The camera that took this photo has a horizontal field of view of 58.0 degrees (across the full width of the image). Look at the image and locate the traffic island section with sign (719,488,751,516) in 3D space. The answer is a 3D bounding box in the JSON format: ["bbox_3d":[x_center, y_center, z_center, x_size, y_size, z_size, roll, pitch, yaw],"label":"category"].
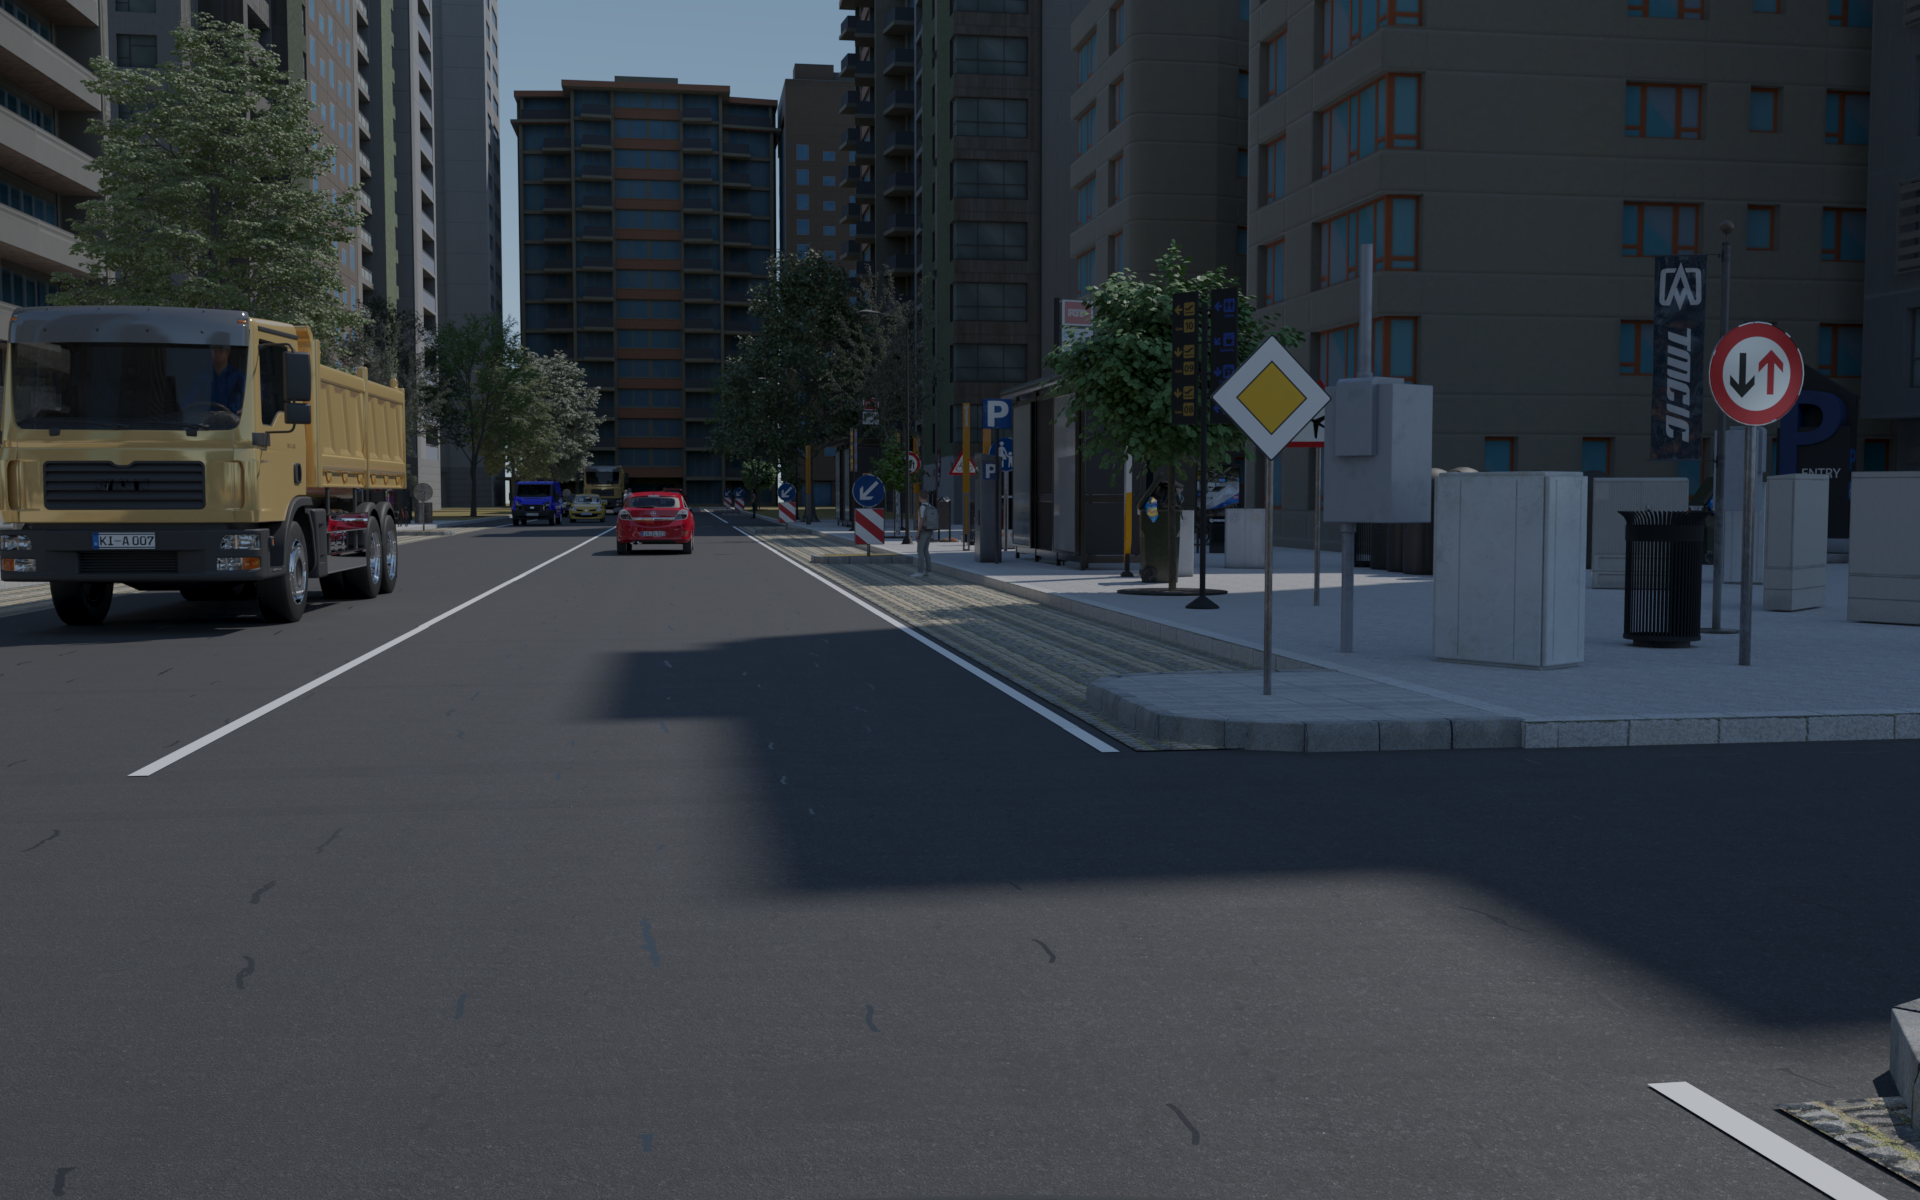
[{"bbox_3d":[-14.432,-6.336,112.224,1.989,1.847,2.006,-1,4,-9],"label":"traffic island section with sign"}]

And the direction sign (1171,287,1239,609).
[{"bbox_3d":[2.719,-1.672,19.329,0.876,3.537,0.379,3,5,44],"label":"direction sign"}]

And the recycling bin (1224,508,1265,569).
[{"bbox_3d":[5.010,-1.069,30.034,0.722,1.027,0.722,1,4,20],"label":"recycling bin"}]

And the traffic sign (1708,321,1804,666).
[{"bbox_3d":[5.878,-0.782,12.898,0.768,2.556,0.104,-1,4,-9],"label":"traffic sign"}]

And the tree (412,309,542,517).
[{"bbox_3d":[-27.311,-10.490,97.259,9.928,11.665,9.643,0,3,0],"label":"tree"}]

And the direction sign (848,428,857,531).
[{"bbox_3d":[-3.680,-4.147,59.802,0.379,3.537,0.876,1,4,12],"label":"direction sign"}]

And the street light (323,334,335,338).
[{"bbox_3d":[-18.795,-4.750,50.201,1.470,5.913,1.316,-1,4,-9],"label":"street light"}]

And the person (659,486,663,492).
[{"bbox_3d":[-15.975,-5.174,92.721,1.348,1.869,0.705,-1,4,-11],"label":"person"}]

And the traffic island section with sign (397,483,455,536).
[{"bbox_3d":[-18.584,-3.141,59.991,1.989,1.847,2.006,-1,4,-9],"label":"traffic island section with sign"}]

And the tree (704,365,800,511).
[{"bbox_3d":[-15.512,-12.564,131.178,9.928,11.665,9.643,0,3,0],"label":"tree"}]

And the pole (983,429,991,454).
[{"bbox_3d":[0.617,-2.809,39.776,0.158,3.312,0.155,0,3,0],"label":"pole"}]

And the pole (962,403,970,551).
[{"bbox_3d":[0.140,-2.762,38.998,0.158,3.312,0.155,0,3,0],"label":"pole"}]

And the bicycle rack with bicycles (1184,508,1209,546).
[{"bbox_3d":[5.824,-1.839,43.446,2.925,0.926,2.852,1,4,19],"label":"bicycle rack with bicycles"}]

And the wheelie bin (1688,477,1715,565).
[{"bbox_3d":[13.751,-1.452,31.641,0.693,1.594,0.980,0,4,-1],"label":"wheelie bin"}]

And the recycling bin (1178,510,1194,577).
[{"bbox_3d":[3.245,-0.892,27.145,0.722,1.027,0.722,0,4,-3],"label":"recycling bin"}]

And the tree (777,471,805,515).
[{"bbox_3d":[-10.484,-6.982,108.765,1.663,3.219,1.824,0,3,0],"label":"tree"}]

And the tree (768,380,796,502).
[{"bbox_3d":[-10.456,-9.345,103.157,4.360,8.622,3.978,0,3,0],"label":"tree"}]

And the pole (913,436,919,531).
[{"bbox_3d":[-1.523,-4.067,60.338,0.158,3.312,0.155,0,3,0],"label":"pole"}]

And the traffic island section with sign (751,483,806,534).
[{"bbox_3d":[-6.455,-3.328,63.034,1.989,1.847,2.006,-1,4,-9],"label":"traffic island section with sign"}]

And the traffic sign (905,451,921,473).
[{"bbox_3d":[-1.550,-3.152,51.638,0.768,2.556,0.104,0,4,-1],"label":"traffic sign"}]

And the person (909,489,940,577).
[{"bbox_3d":[-0.626,-1.149,29.881,0.523,1.515,0.503,0,4,-7],"label":"person"}]

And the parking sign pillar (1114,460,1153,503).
[{"bbox_3d":[5.106,-3.824,50.987,1.447,3.967,1.447,-3,4,-36],"label":"parking sign pillar"}]

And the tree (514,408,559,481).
[{"bbox_3d":[-35.464,-11.797,143.245,4.360,8.622,3.978,0,3,0],"label":"tree"}]

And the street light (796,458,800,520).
[{"bbox_3d":[-8.588,-6.902,85.384,1.470,5.913,1.316,-1,4,-9],"label":"street light"}]

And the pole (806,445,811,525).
[{"bbox_3d":[-6.353,-4.813,72.540,0.158,3.312,0.155,0,3,0],"label":"pole"}]

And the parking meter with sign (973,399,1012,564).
[{"bbox_3d":[0.555,-2.222,32.597,0.543,3.016,1.738,-1,4,-9],"label":"parking meter with sign"}]

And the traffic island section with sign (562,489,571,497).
[{"bbox_3d":[-31.150,-7.878,137.430,1.989,1.847,2.006,-1,4,-9],"label":"traffic island section with sign"}]

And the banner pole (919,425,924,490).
[{"bbox_3d":[-1.457,-4.459,62.917,0.401,3.779,0.863,-2,4,-27],"label":"banner pole"}]

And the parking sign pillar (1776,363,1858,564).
[{"bbox_3d":[16.070,-2.694,32.514,1.447,3.967,1.447,-3,5,-45],"label":"parking sign pillar"}]

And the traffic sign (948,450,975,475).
[{"bbox_3d":[0.118,-2.951,48.257,0.884,2.594,0.081,0,4,-4],"label":"traffic sign"}]

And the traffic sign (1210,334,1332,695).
[{"bbox_3d":[1.960,-0.450,10.999,0.795,2.450,0.064,-1,4,-9],"label":"traffic sign"}]

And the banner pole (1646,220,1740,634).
[{"bbox_3d":[6.778,-1.587,15.965,0.863,3.779,0.401,0,4,7],"label":"banner pole"}]

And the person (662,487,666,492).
[{"bbox_3d":[-15.638,-5.083,91.585,0.705,1.826,1.348,1,4,9],"label":"person"}]

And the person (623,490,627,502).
[{"bbox_3d":[-26.931,-8.002,140.065,0.721,1.736,1.217,0,4,8],"label":"person"}]

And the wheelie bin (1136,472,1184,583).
[{"bbox_3d":[2.923,-1.060,25.244,0.693,1.594,0.980,0,4,4],"label":"wheelie bin"}]

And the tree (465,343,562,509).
[{"bbox_3d":[-33.949,-12.946,129.790,7.486,12.596,7.792,0,3,0],"label":"tree"}]

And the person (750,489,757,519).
[{"bbox_3d":[-12.171,-5.646,101.529,0.721,1.735,1.217,-1,4,-12],"label":"person"}]

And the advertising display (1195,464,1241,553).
[{"bbox_3d":[5.580,-1.973,37.469,0.974,1.923,0.123,0,4,7],"label":"advertising display"}]

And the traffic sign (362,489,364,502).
[{"bbox_3d":[-25.098,-4.450,72.766,0.884,2.594,0.081,0,4,-1],"label":"traffic sign"}]

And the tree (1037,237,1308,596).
[{"bbox_3d":[2.723,-2.367,22.415,4.285,4.588,4.351,0,3,0],"label":"tree"}]

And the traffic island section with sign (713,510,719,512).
[{"bbox_3d":[-18.758,-7.964,138.831,1.989,1.847,2.006,-1,4,-9],"label":"traffic island section with sign"}]

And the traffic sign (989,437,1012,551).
[{"bbox_3d":[1.025,-2.374,38.916,0.768,2.556,0.104,0,4,-3],"label":"traffic sign"}]

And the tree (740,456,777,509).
[{"bbox_3d":[-16.833,-9.852,144.789,4.285,4.588,4.351,0,3,0],"label":"tree"}]

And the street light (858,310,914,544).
[{"bbox_3d":[-1.878,-4.368,43.958,1.470,5.913,1.316,-1,4,-9],"label":"street light"}]

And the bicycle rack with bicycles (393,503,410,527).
[{"bbox_3d":[-23.045,-3.355,68.235,2.852,0.926,2.925,-2,4,-23],"label":"bicycle rack with bicycles"}]

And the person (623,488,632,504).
[{"bbox_3d":[-16.228,-4.642,85.334,0.756,1.711,0.436,-1,4,-17],"label":"person"}]

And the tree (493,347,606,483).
[{"bbox_3d":[-36.069,-14.959,151.233,9.857,13.997,8.962,0,3,0],"label":"tree"}]

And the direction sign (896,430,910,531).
[{"bbox_3d":[-2.048,-4.217,60.940,0.379,3.537,0.876,3,4,36],"label":"direction sign"}]

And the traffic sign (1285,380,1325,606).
[{"bbox_3d":[4.098,-1.213,19.831,0.884,2.594,0.081,0,3,0],"label":"traffic sign"}]

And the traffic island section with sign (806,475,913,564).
[{"bbox_3d":[-2.088,-1.682,36.128,1.989,1.847,2.006,-1,4,-9],"label":"traffic island section with sign"}]

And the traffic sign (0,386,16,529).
[{"bbox_3d":[-18.221,-2.376,32.716,2.265,3.308,0.079,0,4,-3],"label":"traffic sign"}]
